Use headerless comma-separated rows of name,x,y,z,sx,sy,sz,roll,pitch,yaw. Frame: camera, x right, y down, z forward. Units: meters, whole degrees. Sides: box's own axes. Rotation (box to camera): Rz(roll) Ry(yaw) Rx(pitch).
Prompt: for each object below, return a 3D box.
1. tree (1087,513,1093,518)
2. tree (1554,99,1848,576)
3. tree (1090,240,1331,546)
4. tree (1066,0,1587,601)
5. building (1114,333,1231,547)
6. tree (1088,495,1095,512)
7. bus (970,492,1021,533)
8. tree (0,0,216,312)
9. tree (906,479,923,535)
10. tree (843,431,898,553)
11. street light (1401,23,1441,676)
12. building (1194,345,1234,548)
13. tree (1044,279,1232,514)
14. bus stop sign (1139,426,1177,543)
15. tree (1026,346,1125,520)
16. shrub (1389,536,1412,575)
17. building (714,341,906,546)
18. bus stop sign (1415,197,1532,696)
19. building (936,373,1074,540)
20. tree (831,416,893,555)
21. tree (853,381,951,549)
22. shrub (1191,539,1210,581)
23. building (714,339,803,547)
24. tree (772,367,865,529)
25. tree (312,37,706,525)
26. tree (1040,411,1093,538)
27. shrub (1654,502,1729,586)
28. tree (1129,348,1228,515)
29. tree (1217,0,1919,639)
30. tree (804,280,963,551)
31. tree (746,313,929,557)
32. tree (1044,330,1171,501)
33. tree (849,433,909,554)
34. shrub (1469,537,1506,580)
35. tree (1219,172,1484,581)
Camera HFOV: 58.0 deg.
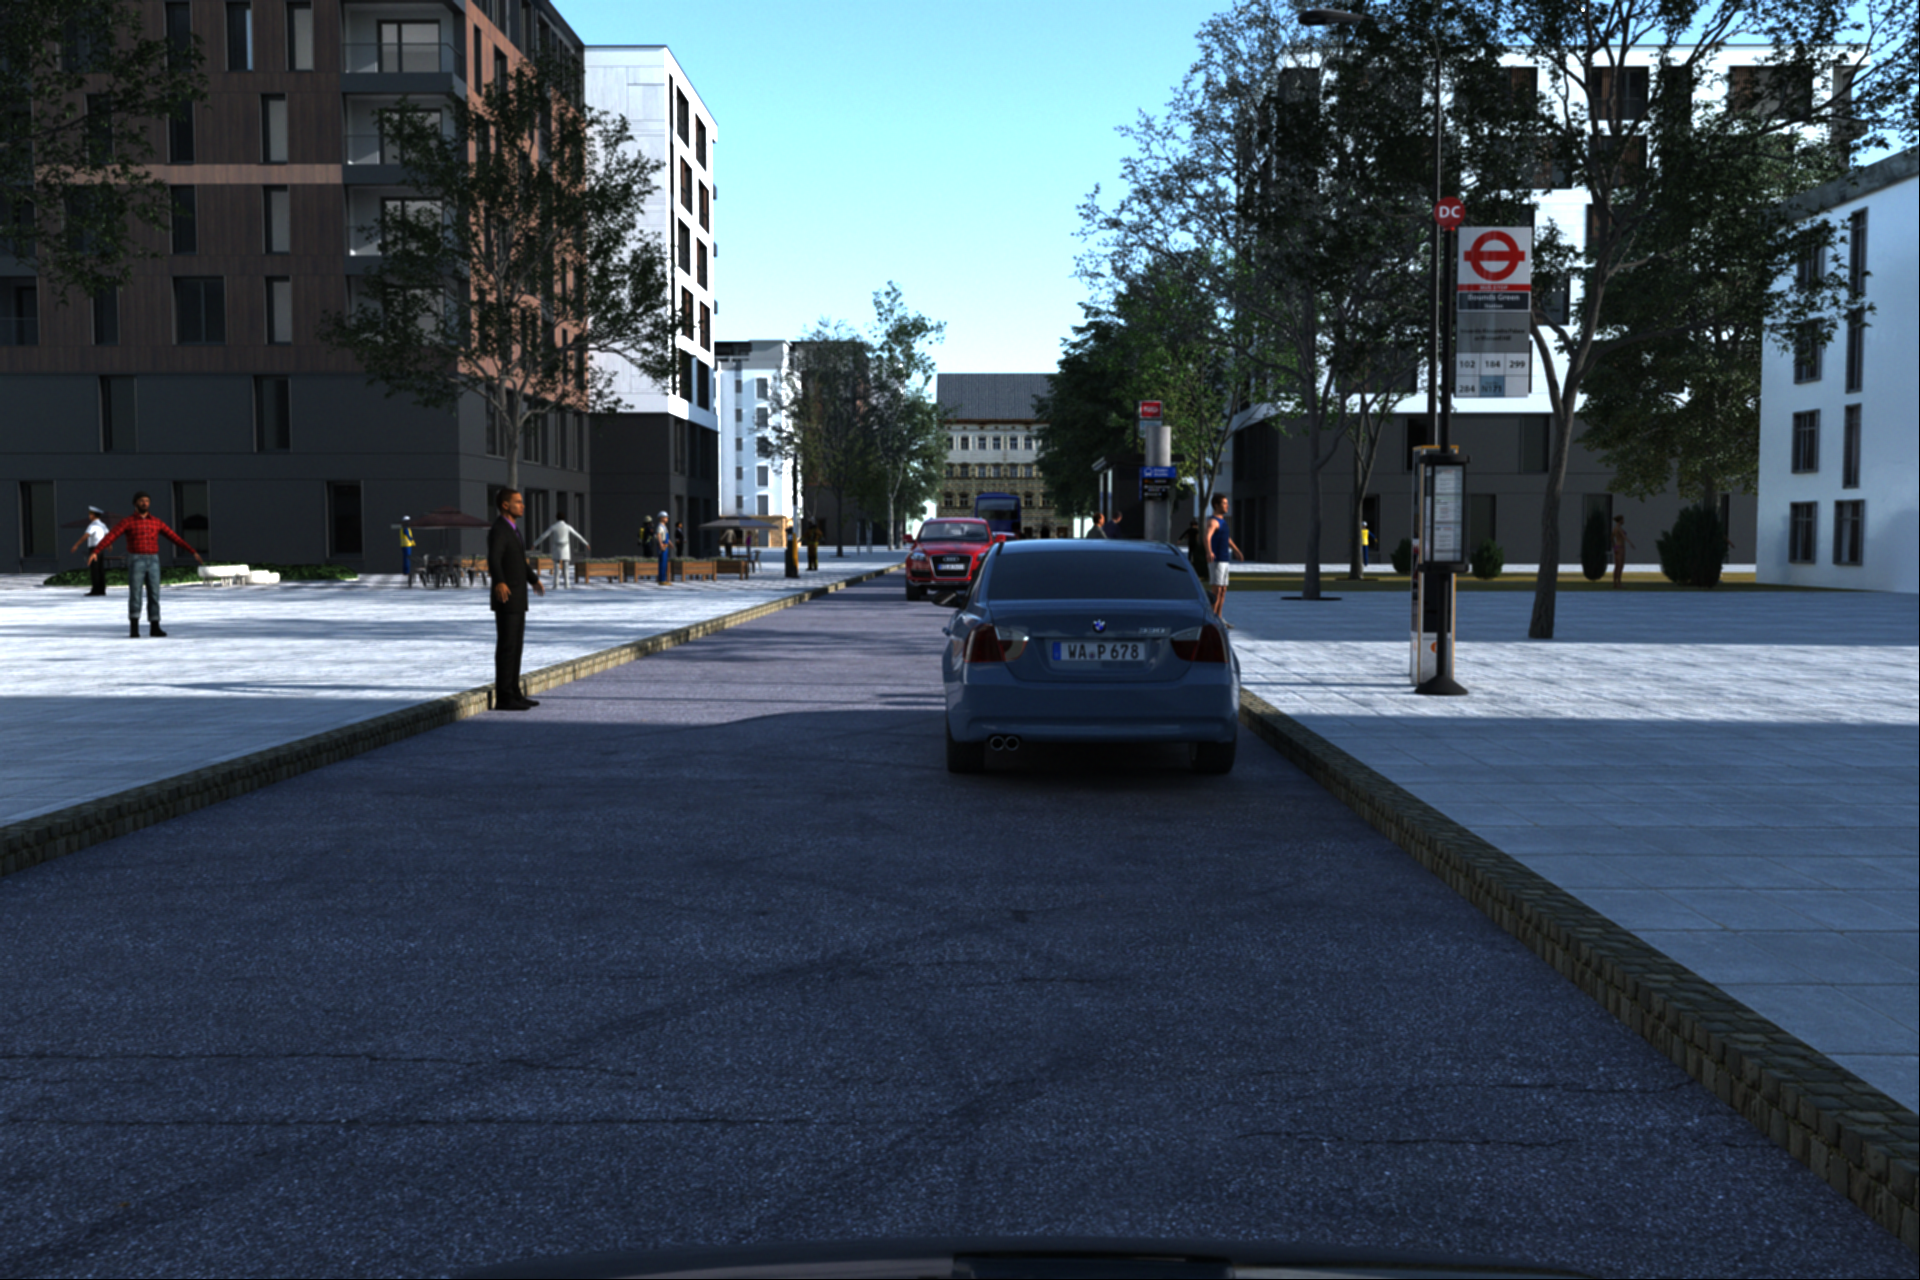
tree,19.817,-18.253,232.843,7.601,10.594,8.767,0,4,-5
tree,22.922,-8.918,52.470,9.857,13.997,8.962,0,3,0
tree,8.540,-8.187,59.611,9.928,11.665,9.643,0,3,0
tree,6.992,-7.519,33.306,12.009,13.543,11.850,0,3,0
building,30.076,-21.315,192.473,27.936,21.610,32.646,0,4,1
tree,10.164,-10.825,127.347,4.737,8.622,4.395,0,3,0
bus,2.069,-6.712,101.289,2.896,3.916,12.251,0,3,0
tree,-9.356,-4.795,12.814,7.601,10.594,8.767,-1,4,-23
tree,-6.283,-17.193,231.463,4.360,8.622,3.978,0,3,0
tree,-6.351,-10.360,119.754,4.737,8.622,4.395,0,3,0
street light,4.770,-2.625,15.452,1.470,5.913,1.316,0,4,1
building,28.051,-19.088,168.506,16.016,20.090,11.380,0,4,1
tree,8.541,-10.799,83.226,9.857,13.997,8.962,0,3,0
bus stop sign,4.847,-3.271,42.497,0.837,3.901,0.837,0,4,2
tree,9.417,-12.862,116.953,9.857,13.997,8.962,0,3,0
shrub,14.171,-2.685,55.009,1.383,1.207,1.383,0,3,0
building,-21.084,-21.769,199.897,27.936,21.610,32.646,0,4,2
bus stop sign,4.092,-1.536,13.811,0.855,3.939,0.416,0,4,2
building,5.914,-24.551,234.792,18.063,23.208,19.493,0,4,0
tree,-6.139,-9.459,105.023,4.737,8.622,4.395,0,3,0
tree,-5.146,-14.628,145.830,9.857,13.997,8.962,0,3,0
shrub,6.736,-2.221,47.424,1.383,1.207,1.383,0,3,0
building,-21.871,-19.154,169.584,16.016,20.090,11.380,0,4,1
tree,-6.730,-7.725,76.666,4.360,8.622,3.978,0,3,0
tree,-8.047,-5.960,31.854,7.601,10.594,8.767,-3,5,-42
tree,10.211,-13.570,139.990,7.486,12.596,7.792,0,3,0
shrub,18.163,-2.381,42.969,1.661,2.075,1.752,0,3,0
tree,8.463,-7.276,69.317,4.737,8.622,4.395,0,3,0
tree,7.223,-5.277,20.686,8.767,10.594,7.601,-1,4,-14
tree,-6.099,-16.895,132.129,12.611,20.169,13.585,0,3,0
tree,-6.770,-11.371,96.290,12.009,13.543,11.850,0,3,0
tree,8.458,-10.780,94.383,7.486,12.596,7.792,0,3,0
tree,-6.039,-9.928,112.684,4.360,8.622,3.978,0,3,0
shrub,14.661,-2.266,48.160,1.383,1.207,1.383,0,3,0
tree,11.210,-7.470,47.888,9.928,11.665,9.643,0,3,0
